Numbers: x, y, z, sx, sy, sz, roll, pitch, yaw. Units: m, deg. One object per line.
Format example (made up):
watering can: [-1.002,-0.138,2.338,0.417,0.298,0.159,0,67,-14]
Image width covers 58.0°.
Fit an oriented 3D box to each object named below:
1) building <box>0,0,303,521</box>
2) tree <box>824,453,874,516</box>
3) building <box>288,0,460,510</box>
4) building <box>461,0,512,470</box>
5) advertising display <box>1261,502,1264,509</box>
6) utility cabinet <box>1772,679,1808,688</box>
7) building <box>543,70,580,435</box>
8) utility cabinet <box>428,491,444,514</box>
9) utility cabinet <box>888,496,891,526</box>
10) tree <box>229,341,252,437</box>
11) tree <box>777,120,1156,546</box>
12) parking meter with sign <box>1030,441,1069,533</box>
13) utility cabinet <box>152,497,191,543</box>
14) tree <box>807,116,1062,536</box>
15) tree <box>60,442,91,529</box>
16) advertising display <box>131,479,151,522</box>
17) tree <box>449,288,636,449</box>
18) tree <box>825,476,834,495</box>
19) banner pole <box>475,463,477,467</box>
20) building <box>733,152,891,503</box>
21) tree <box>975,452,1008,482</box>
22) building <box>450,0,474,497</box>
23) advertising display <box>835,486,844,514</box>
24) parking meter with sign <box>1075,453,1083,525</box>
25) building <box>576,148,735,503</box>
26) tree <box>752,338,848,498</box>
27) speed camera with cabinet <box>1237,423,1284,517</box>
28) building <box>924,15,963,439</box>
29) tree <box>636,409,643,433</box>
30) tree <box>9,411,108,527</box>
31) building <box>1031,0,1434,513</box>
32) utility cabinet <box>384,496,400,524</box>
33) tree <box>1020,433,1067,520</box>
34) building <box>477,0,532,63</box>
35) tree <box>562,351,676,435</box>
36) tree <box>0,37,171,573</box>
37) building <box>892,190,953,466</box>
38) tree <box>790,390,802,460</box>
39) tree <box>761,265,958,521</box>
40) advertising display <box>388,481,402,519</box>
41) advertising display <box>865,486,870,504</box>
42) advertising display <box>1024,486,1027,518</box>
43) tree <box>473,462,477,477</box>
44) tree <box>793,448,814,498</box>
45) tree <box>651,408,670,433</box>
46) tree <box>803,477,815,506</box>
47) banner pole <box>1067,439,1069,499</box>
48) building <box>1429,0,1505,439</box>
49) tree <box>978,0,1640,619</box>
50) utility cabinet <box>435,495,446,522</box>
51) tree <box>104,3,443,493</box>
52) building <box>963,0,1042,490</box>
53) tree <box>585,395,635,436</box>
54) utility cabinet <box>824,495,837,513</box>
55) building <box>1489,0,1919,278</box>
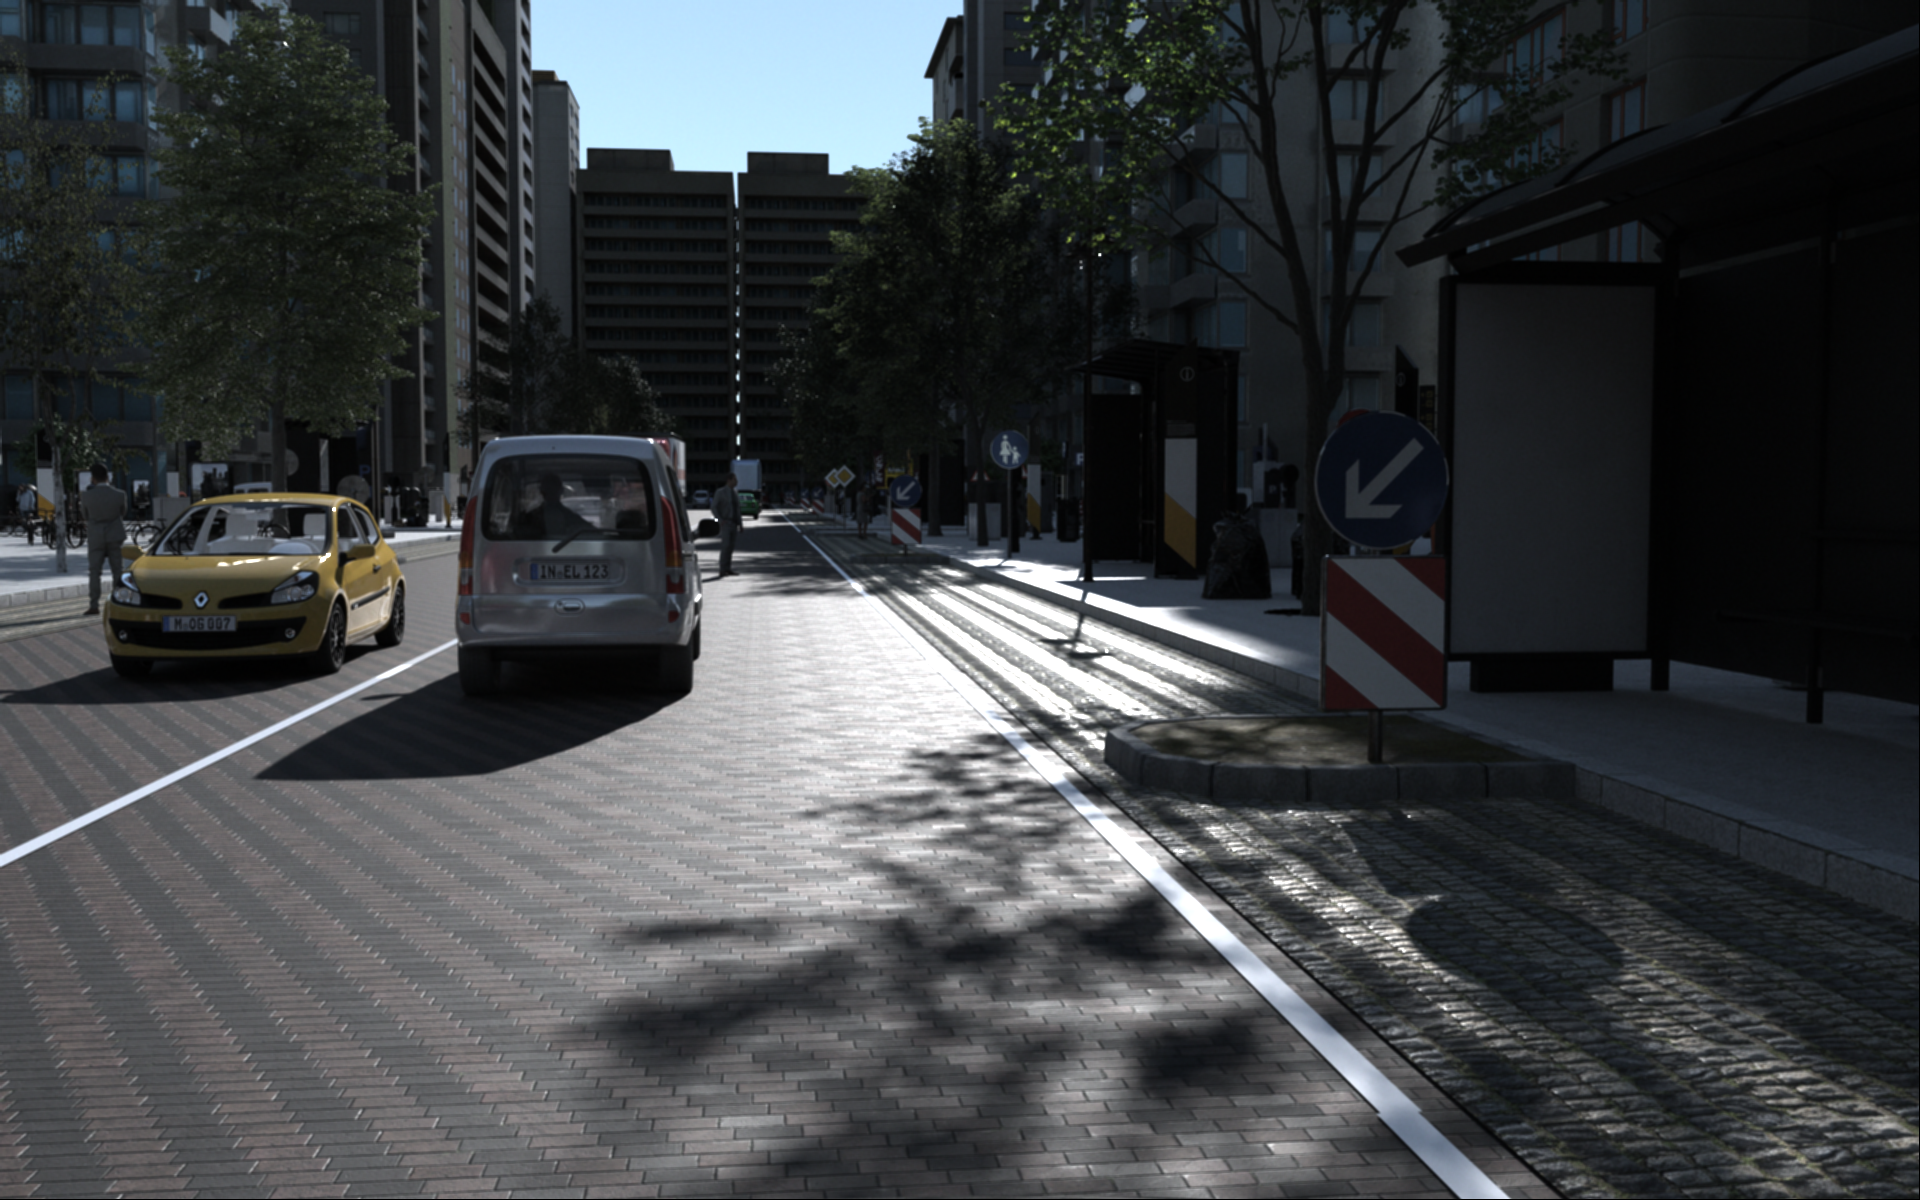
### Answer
building: [-49.355,-28.959,93.091,23.786,49.044,30.456,0,4,-7]
tree: [-6.334,-7.229,101.900,4.285,4.588,4.351,0,3,0]
building: [-46.131,-27.277,129.570,14.154,41.232,14.086,0,4,-7]
building: [-54.310,-32.867,161.072,21.300,48.544,21.600,0,4,-7]
advertising display: [10.373,-3.243,58.234,0.123,1.923,0.974,2,4,33]
utility cabinet: [6.005,-0.165,11.370,1.173,1.500,0.318,0,4,2]
building: [-67.701,-42.877,243.030,28.212,58.520,21.231,0,4,-7]
utility cabinet: [-32.511,-6.058,107.719,0.318,1.500,1.173,2,4,28]
utility cabinet: [-2.691,-3.610,70.187,0.306,1.237,1.020,-1,4,-13]
tree: [-33.655,-7.749,77.056,4.360,8.622,3.978,0,3,0]
tree: [0.625,-6.617,42.604,8.767,10.594,7.601,0,4,6]
parking meter with sign: [2.673,-3.728,57.220,1.738,3.016,0.543,-1,4,-10]
utility cabinet: [-17.568,-1.693,38.849,0.306,1.237,1.020,2,4,26]
tree: [-0.652,-8.201,52.208,7.486,12.596,7.792,0,3,0]
tree: [-33.328,-4.291,64.759,1.663,3.219,1.824,0,3,0]
advertising display: [-36.247,-4.369,76.650,0.123,1.923,0.974,1,4,19]
tree: [-19.457,-8.781,77.984,7.601,10.594,8.767,0,4,1]
tree: [-10.050,-11.290,134.959,4.360,8.622,3.978,0,3,0]
banner pole: [-38.241,-9.034,137.729,0.401,3.779,0.863,3,5,40]
building: [-21.074,-38.230,248.762,21.600,48.544,21.300,0,4,-7]
tree: [1.209,-5.045,77.089,1.663,3.219,1.824,0,3,0]
building: [-48.891,-30.196,143.807,14.600,45.320,14.200,0,4,-7]
advertising display: [-7.621,-6.404,109.913,0.123,1.923,0.974,2,4,27]
parking meter with sign: [5.374,-4.729,73.573,0.543,3.016,1.738,1,4,19]
building: [-42.508,-38.067,246.089,21.600,48.544,21.300,0,4,-7]
tree: [-18.258,-21.371,205.297,12.611,20.169,13.585,0,3,0]
speed camera with cabinet: [7.967,-3.274,47.867,2.038,3.252,0.660,-2,4,-26]
building: [11.624,-36.822,191.270,28.713,52.752,27.495,0,4,-7]
tree: [-23.203,-10.561,107.078,8.767,10.594,7.601,2,4,24]
tree: [-35.386,-5.159,68.055,4.285,4.588,4.351,0,3,0]
building: [17.502,-31.121,128.436,23.786,49.044,30.456,0,4,-7]
utility cabinet: [-24.216,-3.832,73.817,0.306,1.237,1.020,0,4,4]
tree: [3.659,-6.225,85.486,4.285,4.588,4.351,0,3,0]
building: [-60.829,-39.443,186.897,28.212,58.520,21.231,0,4,-7]
tree: [-27.581,-13.615,139.619,9.611,12.733,9.660,0,3,0]
tree: [-14.643,-4.737,27.805,4.360,8.622,3.978,0,3,0]
building: [-2.923,-36.550,247.698,14.200,45.320,14.600,0,4,-7]
tree: [-8.798,-12.780,127.083,7.486,12.596,7.792,0,3,0]
tree: [-4.869,-10.227,84.217,9.611,12.733,9.660,0,3,0]
advertising display: [-28.184,-4.963,86.354,0.974,1.923,0.123,3,4,37]
advertising display: [-5.679,-6.264,107.628,0.974,1.923,0.123,0,4,3]
advertising display: [3.456,-5.322,92.232,0.974,1.923,0.123,1,4,17]
tree: [-34.840,-8.909,129.374,4.285,4.588,4.351,0,3,0]
tree: [-15.932,-14.245,183.266,4.737,8.622,4.395,0,3,0]
tree: [-35.672,-17.410,210.416,9.928,11.665,9.643,0,3,0]
tree: [-16.292,-11.783,187.253,1.663,3.219,1.824,0,3,0]
banner pole: [4.930,-5.434,78.870,0.401,3.779,0.863,1,4,8]
building: [23.751,-28.878,91.762,30.456,49.044,23.786,0,4,-7]
tree: [3.827,-5.652,18.168,9.928,11.665,9.643,0,3,0]
utility cabinet: [-23.896,-4.189,79.658,0.306,1.237,1.020,0,4,-6]
tree: [-15.690,-7.496,40.682,7.486,12.596,7.792,0,3,0]
building: [10.837,-37.983,163.020,21.231,58.520,28.212,0,4,-7]
tree: [-25.233,-10.586,123.446,4.360,8.622,3.978,0,3,0]
utility cabinet: [-8.636,-6.463,116.838,1.020,1.237,0.306,0,4,8]
building: [28.742,-11.360,30.777,27.650,21.520,28.899,0,4,-7]
